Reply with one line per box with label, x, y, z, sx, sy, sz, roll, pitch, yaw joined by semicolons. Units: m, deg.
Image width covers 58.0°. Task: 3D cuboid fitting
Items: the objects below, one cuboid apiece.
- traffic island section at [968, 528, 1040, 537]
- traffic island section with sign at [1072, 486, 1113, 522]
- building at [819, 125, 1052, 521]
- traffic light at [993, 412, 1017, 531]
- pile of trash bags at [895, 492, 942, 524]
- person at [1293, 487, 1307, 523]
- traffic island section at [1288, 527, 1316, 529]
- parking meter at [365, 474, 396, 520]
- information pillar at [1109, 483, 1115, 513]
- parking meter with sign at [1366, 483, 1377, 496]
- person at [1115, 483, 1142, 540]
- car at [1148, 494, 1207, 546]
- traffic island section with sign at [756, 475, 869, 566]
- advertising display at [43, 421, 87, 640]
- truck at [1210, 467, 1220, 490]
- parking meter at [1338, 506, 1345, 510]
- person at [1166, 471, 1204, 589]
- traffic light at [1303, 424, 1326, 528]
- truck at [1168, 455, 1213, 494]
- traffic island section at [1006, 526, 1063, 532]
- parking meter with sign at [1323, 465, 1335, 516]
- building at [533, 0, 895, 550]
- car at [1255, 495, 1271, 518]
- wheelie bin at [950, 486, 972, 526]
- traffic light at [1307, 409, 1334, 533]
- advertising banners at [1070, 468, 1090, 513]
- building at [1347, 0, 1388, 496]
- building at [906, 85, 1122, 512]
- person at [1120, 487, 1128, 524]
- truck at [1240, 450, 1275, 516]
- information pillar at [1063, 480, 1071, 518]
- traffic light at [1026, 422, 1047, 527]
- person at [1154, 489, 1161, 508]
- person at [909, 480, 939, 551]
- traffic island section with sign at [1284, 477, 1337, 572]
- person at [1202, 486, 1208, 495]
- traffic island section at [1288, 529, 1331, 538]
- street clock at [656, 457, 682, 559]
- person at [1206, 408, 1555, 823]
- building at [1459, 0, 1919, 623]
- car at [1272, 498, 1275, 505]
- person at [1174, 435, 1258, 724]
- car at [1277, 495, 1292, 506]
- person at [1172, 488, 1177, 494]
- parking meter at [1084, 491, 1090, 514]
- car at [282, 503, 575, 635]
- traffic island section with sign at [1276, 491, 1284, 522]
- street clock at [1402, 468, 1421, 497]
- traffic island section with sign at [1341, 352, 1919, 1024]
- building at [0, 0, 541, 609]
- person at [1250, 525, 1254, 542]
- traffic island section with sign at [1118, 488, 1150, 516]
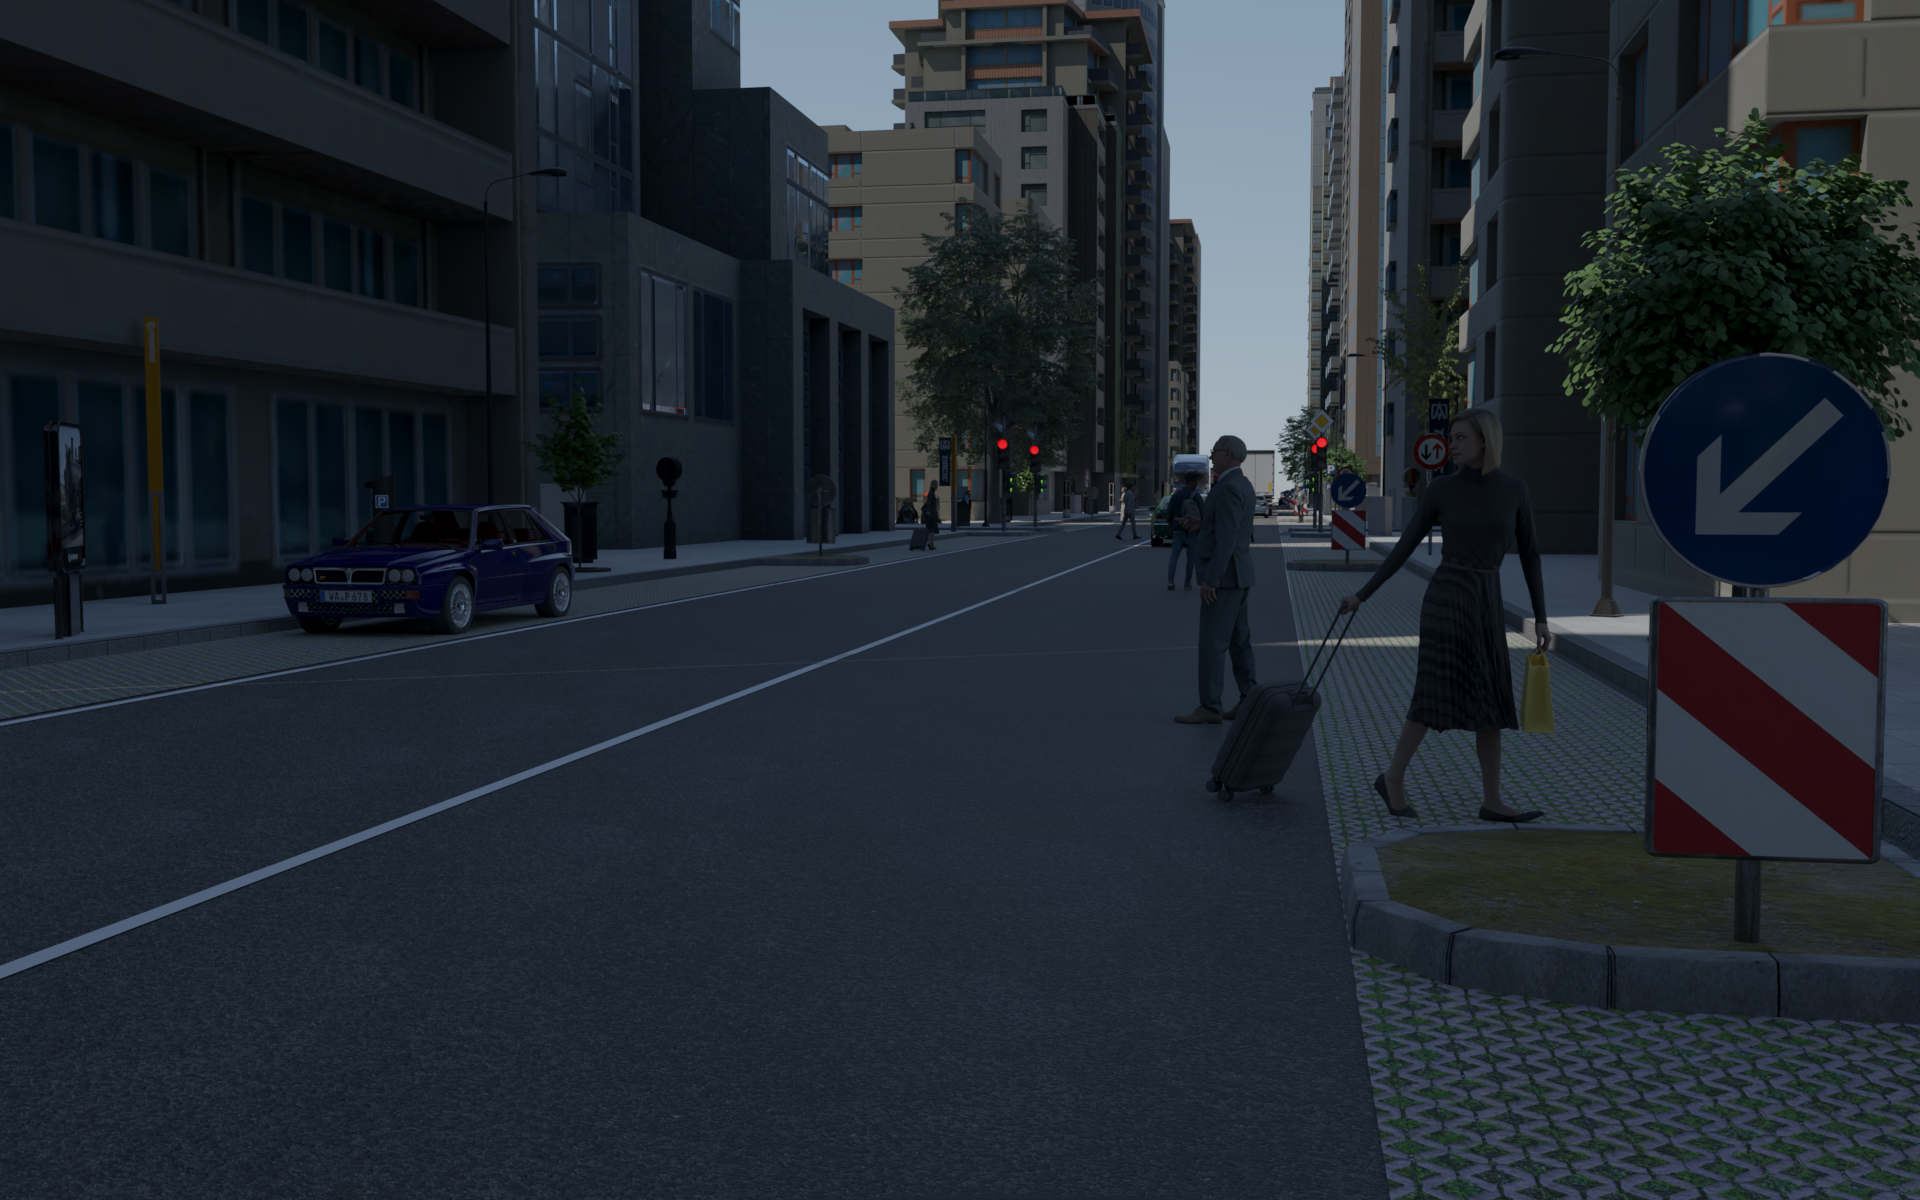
traffic island section;1.484;-2.275;59.481;2.009;0.180;2.903;1;4;10
traffic island section with sign;6.841;-4.923;89.114;1.989;1.847;2.006;1;4;10
building;-10.359;-15.495;98.381;27.650;21.520;28.899;1;4;10
traffic light;1.522;-4.307;59.339;0.839;4.253;0.868;1;4;10
pile of trash bags;-1.664;-4.031;75.658;1.912;1.369;3.447;1;4;11
person;16.777;-4.693;85.415;0.473;1.802;0.592;-3;5;-40
traffic island section;13.426;-2.640;65.437;2.009;0.180;2.903;1;4;10
parking meter;-7.376;-0.835;22.066;0.372;1.533;0.369;0;3;0
information pillar;10.346;-6.923;117.685;0.304;2.012;0.304;2;4;29
parking meter with sign;27.553;-7.316;115.880;1.738;3.016;0.543;0;4;0
person;5.287;-2.788;54.351;0.850;1.792;0.678;-1;4;-18
car;6.330;-2.253;48.640;2.131;1.459;4.920;1;4;9
traffic island section with sign;-2.920;-1.624;35.175;1.989;1.847;2.006;1;4;10
advertising display;-8.074;-0.638;15.650;0.123;1.923;0.974;-1;4;-15
truck;27.914;-11.954;184.356;2.839;4.237;11.283;1;4;10
parking meter;22.586;-5.929;102.643;0.399;1.863;0.255;3;5;45
person;3.398;-1.051;26.034;0.623;1.781;0.721;1;4;14
traffic light;13.389;-4.673;65.330;0.839;4.253;0.868;1;4;10
truck;16.682;-8.184;123.563;2.967;4.110;18.799;1;4;9
traffic island section;2.906;-2.756;67.339;2.009;0.180;2.903;1;4;10
parking meter with sign;22.153;-6.601;104.194;0.543;3.016;1.738;0;4;3
building;-19.506;-45.086;49.820;31.000;86.520;22.319;1;4;10
car;17.653;-5.631;104.064;2.014;1.417;4.499;1;4;9
wheelie bin;0.049;-3.738;69.020;0.980;1.594;0.693;3;4;38
traffic light;11.967;-4.193;57.472;0.839;4.253;0.868;1;4;10
advertising banners;8.094;-7.389;116.991;0.090;3.025;2.074;3;5;44
building;36.367;-29.278;128.805;14.600;45.320;14.200;1;4;10
building;4.170;-21.708;126.627;14.160;30.474;14.107;1;4;10
person;7.900;-4.566;83.706;0.362;1.759;0.519;-1;4;-22
truck;19.590;-7.751;115.642;2.839;4.237;11.283;1;4;9
information pillar;5.670;-5.356;92.055;0.304;2.012;0.304;-2;4;-32
traffic light;2.944;-4.788;67.197;0.839;4.253;0.868;1;4;10
person;14.187;-7.087;124.559;0.511;1.800;0.466;1;4;20
person;-0.872;-2.152;43.896;0.699;1.804;1.509;2;4;29
traffic island section with sign;7.184;-1.472;32.688;1.989;1.847;2.006;1;4;10
person;12.411;-4.823;87.314;0.822;1.834;0.622;1;4;9
traffic island section;12.004;-2.159;57.579;2.009;0.180;2.903;1;4;10
street clock;-5.717;-1.805;34.086;0.471;2.002;0.358;2;4;26
person;1.927;0.057;7.784;1.509;1.804;0.699;3;5;44
building;24.157;-11.223;28.538;27.650;21.520;28.899;1;4;10
car;26.893;-8.870;154.057;2.155;1.783;4.494;1;4;11
person;1.606;-0.138;10.934;0.590;1.801;0.661;1;4;20
car;36.481;-11.086;193.837;1.945;1.354;3.894;1;4;10
person;11.964;-5.369;96.764;0.782;1.767;0.515;1;4;11
parking meter;8.270;-6.397;113.002;0.372;1.533;0.369;0;3;0
car;-5.676;-0.387;18.907;1.945;1.354;3.894;1;4;11
traffic island section with sign;17.143;-4.840;87.756;1.989;1.847;2.006;1;4;10
street clock;12.404;-2.634;47.639;0.471;2.002;0.358;0;4;-5
traffic island section with sign;2.288;0.182;5.654;1.989;1.847;2.006;1;4;10
building;-19.898;-24.321;21.352;21.300;48.544;21.600;1;4;10
person;8.498;-2.641;51.649;0.622;1.834;0.822;0;4;0
traffic island section with sign;11.650;-6.545;115.638;1.989;1.847;2.006;1;4;10
